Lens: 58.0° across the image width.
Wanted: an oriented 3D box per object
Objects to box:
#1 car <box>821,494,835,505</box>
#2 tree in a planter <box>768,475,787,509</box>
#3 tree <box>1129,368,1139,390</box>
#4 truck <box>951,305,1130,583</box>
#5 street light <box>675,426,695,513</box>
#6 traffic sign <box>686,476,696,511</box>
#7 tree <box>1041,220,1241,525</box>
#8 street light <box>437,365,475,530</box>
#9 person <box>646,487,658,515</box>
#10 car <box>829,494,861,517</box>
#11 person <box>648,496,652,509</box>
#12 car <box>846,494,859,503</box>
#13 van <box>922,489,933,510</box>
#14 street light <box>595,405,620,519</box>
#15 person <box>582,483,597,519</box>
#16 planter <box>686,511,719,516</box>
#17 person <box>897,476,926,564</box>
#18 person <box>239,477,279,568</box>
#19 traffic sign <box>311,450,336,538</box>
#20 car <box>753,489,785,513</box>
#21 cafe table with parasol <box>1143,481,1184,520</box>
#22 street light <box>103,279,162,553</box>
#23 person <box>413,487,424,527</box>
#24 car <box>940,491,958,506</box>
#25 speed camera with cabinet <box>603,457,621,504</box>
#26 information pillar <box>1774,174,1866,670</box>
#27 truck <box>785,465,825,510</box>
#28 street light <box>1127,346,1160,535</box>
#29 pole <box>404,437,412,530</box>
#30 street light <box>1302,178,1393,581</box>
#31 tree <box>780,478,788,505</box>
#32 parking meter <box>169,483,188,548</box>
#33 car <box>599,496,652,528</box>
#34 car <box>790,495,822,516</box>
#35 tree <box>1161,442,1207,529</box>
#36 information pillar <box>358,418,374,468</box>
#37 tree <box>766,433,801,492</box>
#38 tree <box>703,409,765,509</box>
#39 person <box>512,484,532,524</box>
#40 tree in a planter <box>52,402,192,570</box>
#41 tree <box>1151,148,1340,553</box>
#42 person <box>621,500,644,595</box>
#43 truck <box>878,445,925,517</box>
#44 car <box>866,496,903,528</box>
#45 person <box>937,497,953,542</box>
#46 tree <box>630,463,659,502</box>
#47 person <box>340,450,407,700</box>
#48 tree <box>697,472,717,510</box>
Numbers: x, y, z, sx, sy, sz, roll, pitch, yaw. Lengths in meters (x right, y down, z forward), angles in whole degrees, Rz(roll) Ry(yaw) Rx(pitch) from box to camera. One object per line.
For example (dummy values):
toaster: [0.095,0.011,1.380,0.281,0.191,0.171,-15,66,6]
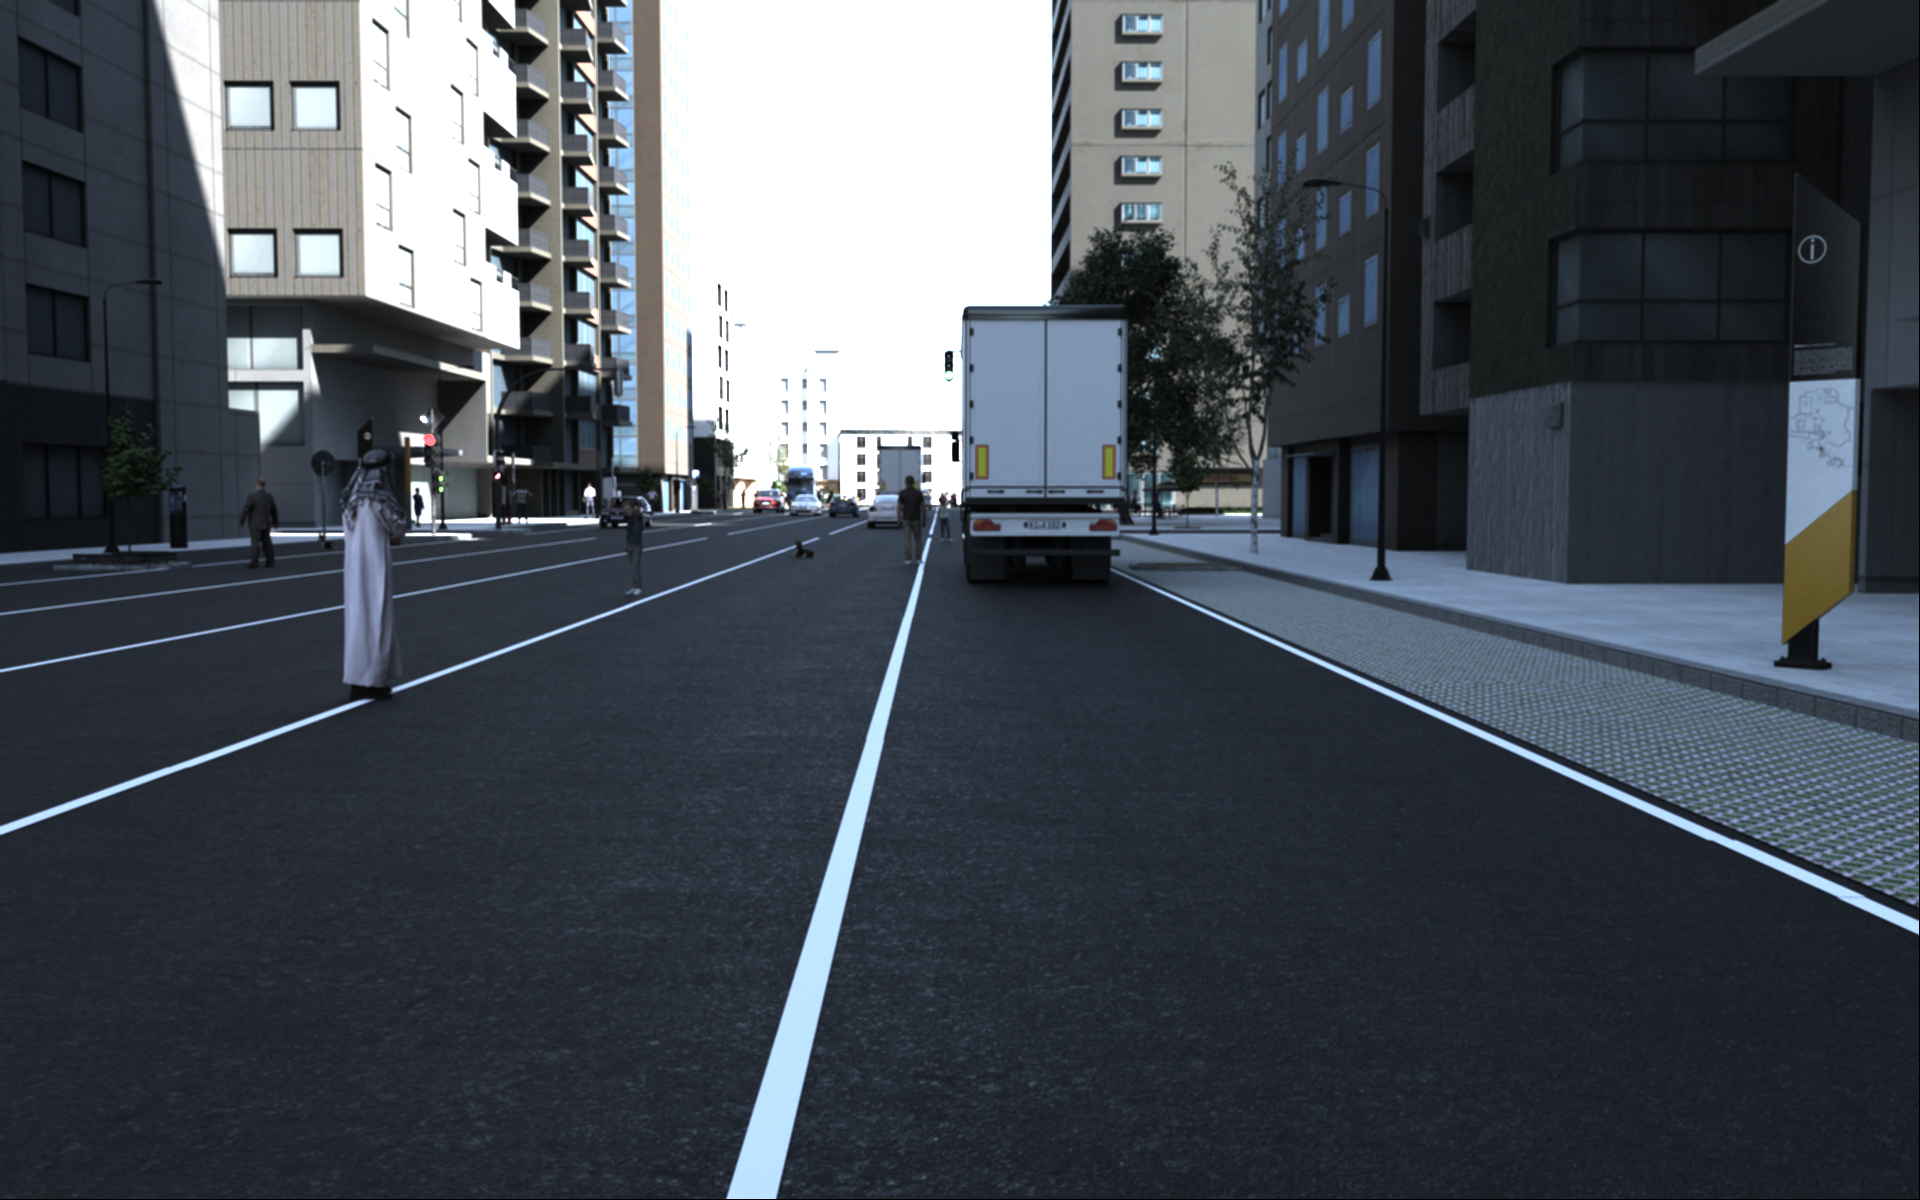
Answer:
car: [-15.098,-11.704,200.156,1.959,1.807,4.718,0,4,-1]
tree in a planter: [-17.483,-10.226,164.423,1.991,3.239,1.994,0,4,-1]
tree: [6.705,-10.347,94.928,9.928,11.665,9.643,0,3,0]
truck: [1.248,-2.594,31.324,2.839,4.237,11.283,0,4,0]
street light: [-18.795,-8.917,118.340,1.470,5.913,1.316,0,4,-1]
traffic sign: [-19.455,-7.658,125.312,0.768,2.556,0.104,1,4,9]
tree: [6.938,-9.513,72.550,9.611,12.733,9.660,0,3,0]
street light: [-18.160,-5.499,62.455,1.470,5.913,1.316,0,4,-1]
person: [-18.911,-6.072,106.250,0.756,1.711,0.436,0,4,6]
car: [-7.317,-5.962,109.480,2.014,1.417,4.499,0,4,0]
person: [-20.642,-6.538,116.166,0.776,1.435,0.726,-2,4,-30]
car: [-11.585,-10.509,182.049,2.015,1.641,3.980,0,4,-3]
van: [-3.448,-9.255,158.328,2.013,2.044,4.112,0,4,0]
street light: [-18.405,-7.212,90.449,1.470,5.913,1.316,0,4,-1]
person: [-18.865,-5.026,88.087,0.709,1.838,0.599,-2,4,-30]
planter: [-16.949,-5.698,114.303,1.991,0.319,1.994,0,4,-1]
person: [-0.987,-1.650,35.611,0.598,1.807,0.434,0,4,3]
person: [-13.725,-1.517,33.851,0.434,1.755,0.990,2,4,27]
traffic sign: [-18.519,-3.075,50.380,0.768,2.556,0.104,1,4,9]
car: [-14.296,-7.409,129.805,2.281,1.827,5.304,0,4,-1]
cafe table with parasol: [10.536,-5.091,88.104,2.610,1.966,2.610,3,4,38]
street light: [-17.894,-3.972,37.479,1.470,5.913,1.316,0,4,-1]
person: [-20.799,-3.566,66.712,0.546,1.535,0.453,2,4,23]
car: [-1.332,-12.219,208.457,2.281,1.827,5.304,0,4,0]
speed camera with cabinet: [-18.758,-6.056,93.357,0.660,3.252,2.038,0,4,1]
information pillar: [6.281,-1.301,12.629,0.183,3.616,0.504,-3,5,-40]
truck: [-14.692,-10.793,166.225,2.967,4.110,18.799,0,4,-1]
street light: [5.555,-4.997,54.238,1.470,5.913,1.316,0,4,-1]
pole: [-19.742,-4.166,61.956,0.158,3.312,0.155,0,3,0]
street light: [5.732,-3.247,25.628,1.470,5.913,1.316,0,4,-1]
tree: [-21.263,-13.015,207.390,1.663,3.219,1.824,0,3,0]
parking meter: [-18.589,-2.004,41.181,0.372,1.533,0.369,0,3,0]
car: [-14.426,-3.803,74.753,1.945,1.354,3.894,0,4,0]
car: [-10.277,-6.320,115.700,2.083,1.381,4.827,0,4,0]
tree: [8.587,-4.285,64.661,1.663,3.219,1.824,0,3,0]
information pillar: [-18.287,-3.794,53.391,0.504,3.616,0.183,0,4,6]
tree: [-20.566,-15.339,201.157,4.737,8.622,4.395,0,3,0]
tree: [-19.680,-12.055,147.462,4.737,8.622,4.395,0,3,0]
person: [-18.803,-4.130,74.287,0.841,1.734,0.376,-2,4,-24]
tree in a planter: [-16.085,-2.216,33.454,1.991,3.239,1.994,0,4,-1]
tree: [6.330,-5.329,37.497,4.360,8.622,3.978,0,3,0]
person: [-4.653,-0.751,24.680,0.435,1.345,0.340,3,4,39]
truck: [-3.548,-7.105,105.082,2.839,4.237,11.283,0,4,-1]
car: [-3.025,-3.797,74.450,2.083,1.381,4.827,0,4,-2]
person: [-0.448,-2.442,52.336,0.435,1.345,0.340,-1,4,-16]
tree: [-19.602,-6.985,108.811,1.663,3.219,1.824,0,3,0]
person: [-4.098,-0.181,12.135,0.551,1.740,0.621,1,4,23]
tree: [-20.356,-8.734,137.409,1.663,3.219,1.824,0,3,0]
